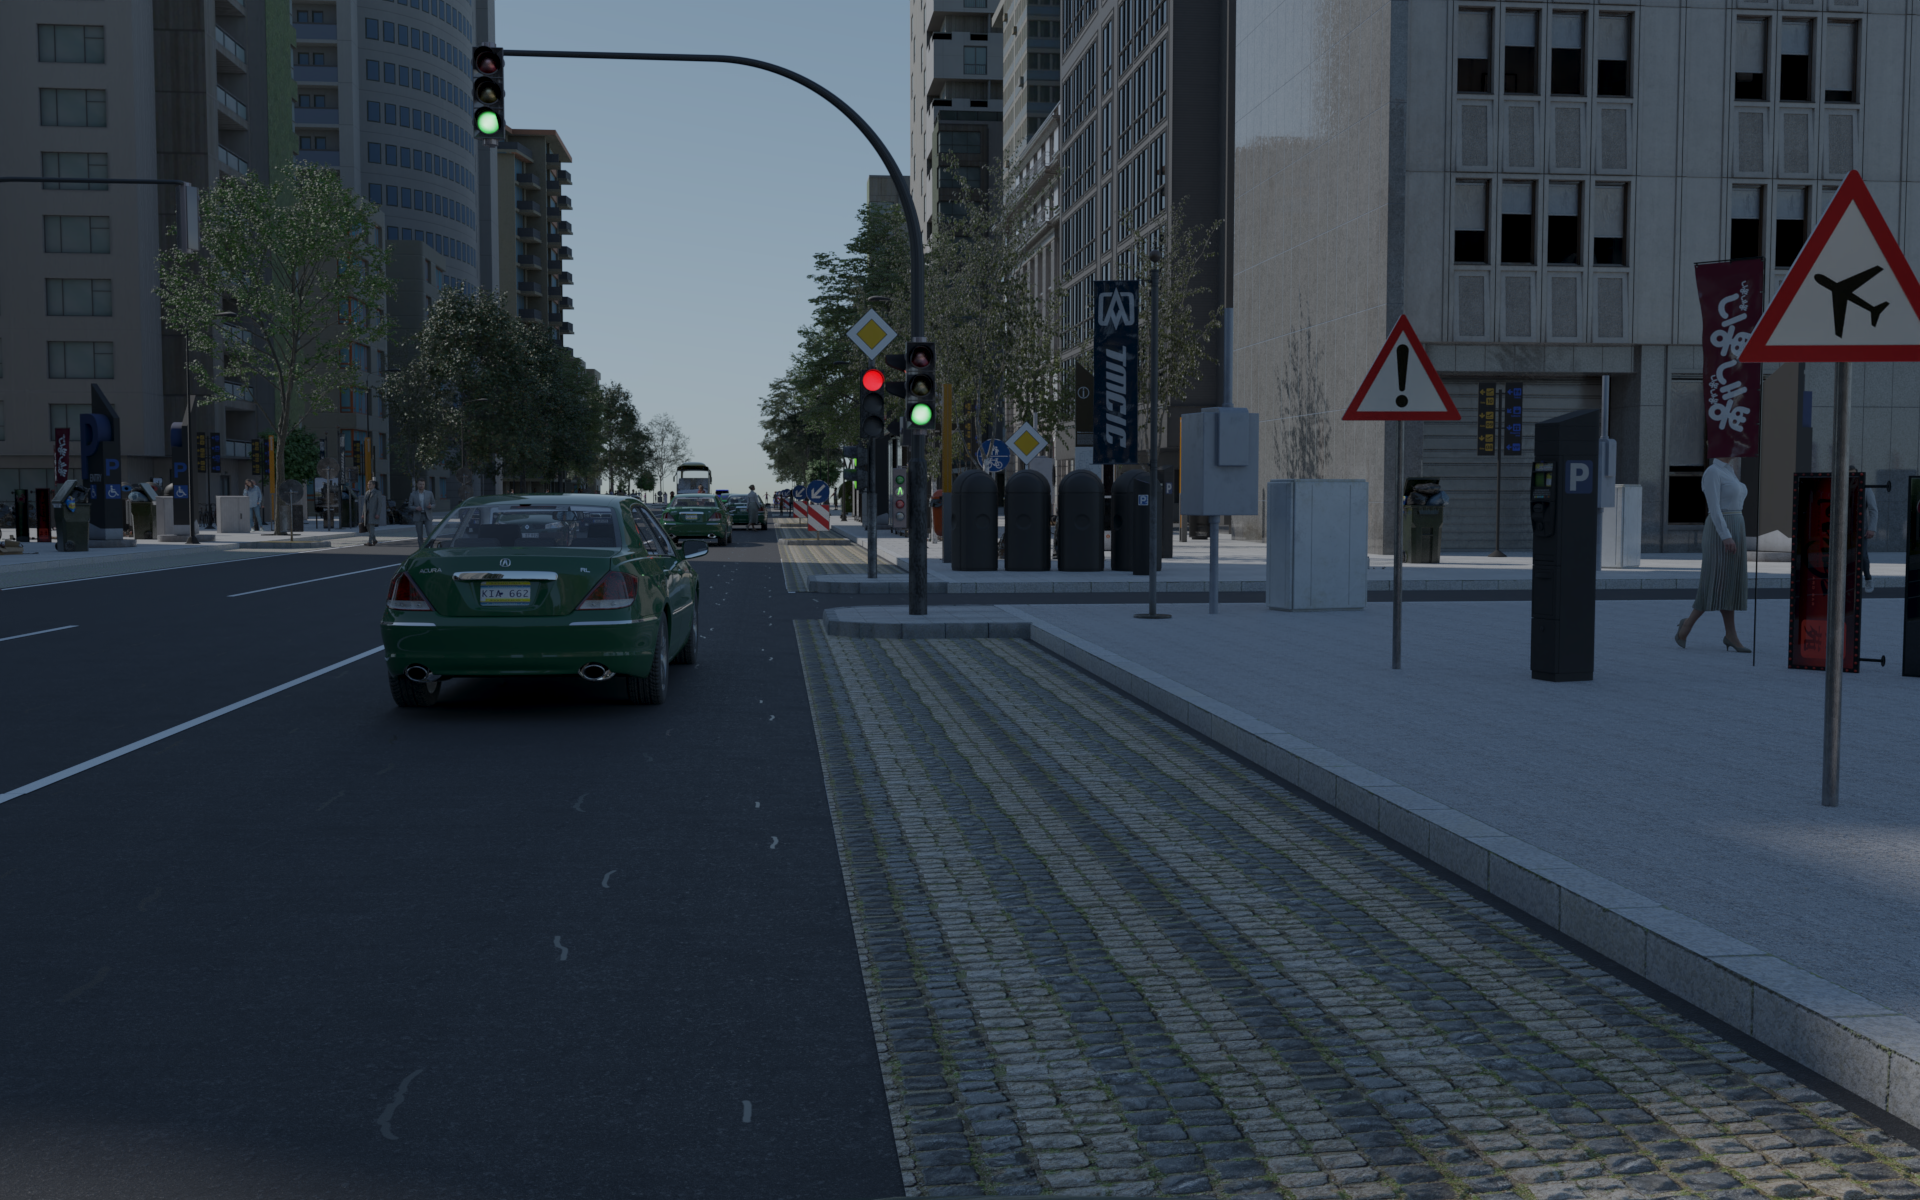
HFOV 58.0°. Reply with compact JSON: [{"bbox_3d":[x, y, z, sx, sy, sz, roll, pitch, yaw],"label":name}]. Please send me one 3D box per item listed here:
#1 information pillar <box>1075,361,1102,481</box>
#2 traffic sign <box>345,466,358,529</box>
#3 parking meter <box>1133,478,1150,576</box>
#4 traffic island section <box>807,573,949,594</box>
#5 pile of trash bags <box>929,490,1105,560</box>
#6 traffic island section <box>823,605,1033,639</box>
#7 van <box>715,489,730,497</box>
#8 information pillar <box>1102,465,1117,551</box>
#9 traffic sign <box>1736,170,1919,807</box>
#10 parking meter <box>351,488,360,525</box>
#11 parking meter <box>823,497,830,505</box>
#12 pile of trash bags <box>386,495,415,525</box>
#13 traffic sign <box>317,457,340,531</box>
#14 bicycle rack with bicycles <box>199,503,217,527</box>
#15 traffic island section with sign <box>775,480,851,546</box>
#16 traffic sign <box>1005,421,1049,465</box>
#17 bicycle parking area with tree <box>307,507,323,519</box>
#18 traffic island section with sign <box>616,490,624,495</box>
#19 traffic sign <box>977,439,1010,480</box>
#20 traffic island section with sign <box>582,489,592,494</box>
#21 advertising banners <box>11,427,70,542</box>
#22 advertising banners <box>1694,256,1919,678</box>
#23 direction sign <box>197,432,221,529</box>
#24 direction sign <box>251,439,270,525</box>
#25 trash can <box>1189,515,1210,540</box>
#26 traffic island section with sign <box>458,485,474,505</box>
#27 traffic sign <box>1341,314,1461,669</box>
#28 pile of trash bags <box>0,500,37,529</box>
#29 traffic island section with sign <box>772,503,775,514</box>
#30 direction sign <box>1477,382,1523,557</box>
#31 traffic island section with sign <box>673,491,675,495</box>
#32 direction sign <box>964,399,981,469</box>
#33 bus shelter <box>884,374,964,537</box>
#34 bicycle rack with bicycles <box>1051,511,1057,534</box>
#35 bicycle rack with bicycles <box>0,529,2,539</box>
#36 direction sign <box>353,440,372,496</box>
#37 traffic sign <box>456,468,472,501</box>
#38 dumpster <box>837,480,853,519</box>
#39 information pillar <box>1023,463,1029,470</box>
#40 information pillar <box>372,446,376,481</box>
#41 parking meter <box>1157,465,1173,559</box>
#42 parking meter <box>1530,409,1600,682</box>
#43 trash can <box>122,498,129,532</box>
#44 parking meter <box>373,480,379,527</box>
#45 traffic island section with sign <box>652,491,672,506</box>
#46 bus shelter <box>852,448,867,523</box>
[{"bbox_3d":[2.244,-2.393,30.480,0.504,3.616,0.183,0,4,-4],"label":"information pillar"},{"bbox_3d":[-22.512,-3.780,63.932,0.606,2.300,0.079,0,4,-2],"label":"traffic sign"},{"bbox_3d":[2.925,-1.162,27.405,0.372,1.533,0.369,0,3,0],"label":"parking meter"},{"bbox_3d":[-1.313,-0.252,26.408,2.009,0.180,2.903,0,4,-6],"label":"traffic island section"},{"bbox_3d":[1.110,-1.475,33.870,3.447,1.369,1.912,0,4,3],"label":"pile of trash bags"},{"bbox_3d":[-0.434,0.233,18.472,2.009,0.180,2.903,0,4,-6],"label":"traffic island section"},{"bbox_3d":[-30.426,-13.300,221.844,2.240,2.365,5.245,0,4,-6],"label":"van"},{"bbox_3d":[3.344,-2.101,38.848,0.304,2.012,0.304,1,4,13],"label":"information pillar"},{"bbox_3d":[3.581,-0.431,7.054,0.884,2.594,0.081,0,4,0],"label":"traffic sign"},{"bbox_3d":[-25.088,-3.880,71.846,0.372,1.533,0.369,0,3,0],"label":"parking meter"},{"bbox_3d":[-7.184,-5.184,93.172,0.372,1.533,0.369,0,3,0],"label":"parking meter"},{"bbox_3d":[-23.505,-3.891,73.367,1.912,1.369,3.447,0,4,4],"label":"pile of trash bags"},{"bbox_3d":[-21.852,-3.659,59.923,0.768,2.556,0.104,0,4,-4],"label":"traffic sign"},{"bbox_3d":[-30.036,-3.341,68.007,2.852,0.926,2.925,0,4,-1],"label":"bicycle rack with bicycles"},{"bbox_3d":[-4.127,-2.461,48.860,1.989,1.847,2.006,0,4,-6],"label":"traffic island section with sign"},{"bbox_3d":[1.219,-1.930,31.286,0.795,2.593,0.064,0,4,1],"label":"traffic sign"},{"bbox_3d":[-37.006,-6.257,89.308,8.231,4.147,9.016,0,4,7],"label":"bicycle parking area with tree"},{"bbox_3d":[-29.482,-8.675,150.470,1.989,1.847,2.006,0,4,-6],"label":"traffic island section with sign"},{"bbox_3d":[0.775,-2.436,39.942,0.768,2.556,0.104,0,4,-1],"label":"traffic sign"},{"bbox_3d":[-26.436,-6.990,122.908,1.989,1.847,2.006,0,4,-6],"label":"traffic island section with sign"},{"bbox_3d":[-24.324,-3.039,45.881,2.074,3.025,0.090,1,4,20],"label":"advertising banners"},{"bbox_3d":[6.282,-0.995,12.451,0.090,3.025,2.074,-3,5,-45],"label":"advertising banners"},{"bbox_3d":[-27.572,-4.377,63.568,0.876,3.537,0.379,-3,5,-44],"label":"direction sign"},{"bbox_3d":[-28.793,-4.863,71.509,0.876,3.537,0.379,0,4,6],"label":"direction sign"},{"bbox_3d":[6.750,-2.268,48.733,0.748,1.137,0.748,0,3,0],"label":"trash can"},{"bbox_3d":[-20.954,-3.960,73.370,1.989,1.847,2.006,0,4,-6],"label":"traffic island section with sign"},{"bbox_3d":[3.201,-0.772,12.630,0.884,2.594,0.081,0,4,-4],"label":"traffic sign"},{"bbox_3d":[-36.296,-3.414,65.565,3.447,1.369,1.912,3,5,43],"label":"pile of trash bags"},{"bbox_3d":[-7.106,-4.099,75.651,1.989,1.847,2.006,0,4,-6],"label":"traffic island section with sign"},{"bbox_3d":[10.957,-2.643,35.208,0.876,3.537,0.379,0,4,6],"label":"direction sign"},{"bbox_3d":[-38.621,-13.716,232.884,1.989,1.847,2.006,0,4,-6],"label":"traffic island section with sign"},{"bbox_3d":[0.290,-3.012,41.245,0.379,3.537,0.876,2,4,26],"label":"direction sign"},{"bbox_3d":[-1.325,-4.753,55.337,2.179,5.291,8.768,0,4,-6],"label":"bus shelter"},{"bbox_3d":[3.296,-2.528,54.710,2.852,0.926,2.925,2,4,30],"label":"bicycle rack with bicycles"},{"bbox_3d":[-25.036,-1.776,42.413,2.925,0.926,2.852,-1,4,-11],"label":"bicycle rack with bicycles"},{"bbox_3d":[-25.307,-4.978,73.394,0.379,3.537,0.876,2,4,35],"label":"direction sign"},{"bbox_3d":[-23.860,-5.090,83.325,0.768,2.556,0.104,0,4,-1],"label":"traffic sign"},{"bbox_3d":[-5.505,-5.254,88.393,1.502,2.255,1.985,0,4,-6],"label":"dumpster"},{"bbox_3d":[2.648,-4.687,67.987,0.183,3.616,0.504,3,5,40],"label":"information pillar"},{"bbox_3d":[-28.379,-5.662,83.925,0.183,3.616,0.504,-2,4,-25],"label":"information pillar"},{"bbox_3d":[4.055,-1.766,34.578,0.255,1.863,0.399,3,5,41],"label":"parking meter"},{"bbox_3d":[4.148,-0.379,11.909,0.399,1.863,0.255,-1,4,-20],"label":"parking meter"},{"bbox_3d":[-27.851,-2.817,57.704,0.748,1.137,0.748,0,3,0],"label":"trash can"},{"bbox_3d":[-22.837,-3.777,67.467,0.399,1.863,0.255,-1,4,-12],"label":"parking meter"},{"bbox_3d":[-35.650,-12.077,206.093,1.989,1.847,2.006,0,4,-6],"label":"traffic island section with sign"},{"bbox_3d":[-4.121,-6.352,81.481,2.179,5.291,8.768,0,4,-6],"label":"bus shelter"}]
